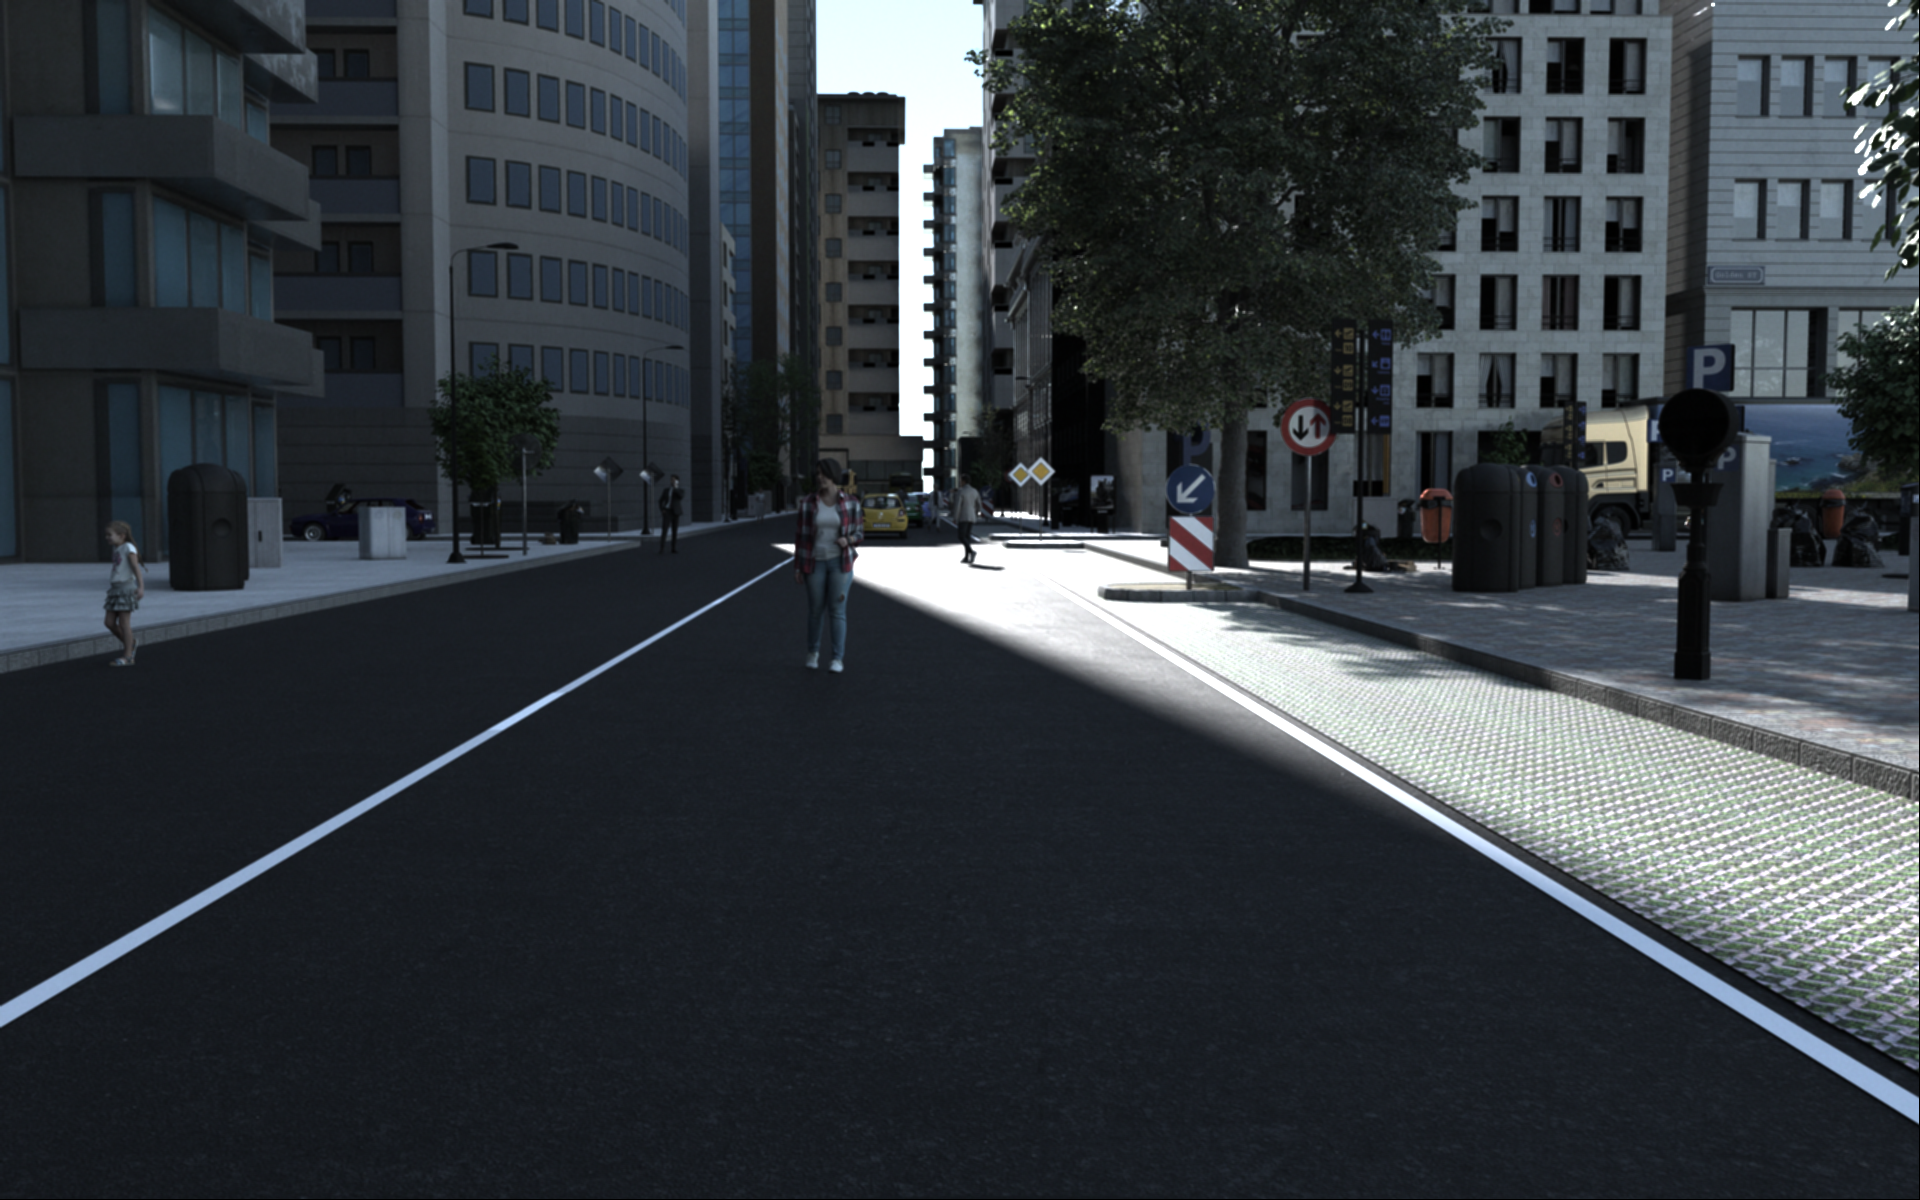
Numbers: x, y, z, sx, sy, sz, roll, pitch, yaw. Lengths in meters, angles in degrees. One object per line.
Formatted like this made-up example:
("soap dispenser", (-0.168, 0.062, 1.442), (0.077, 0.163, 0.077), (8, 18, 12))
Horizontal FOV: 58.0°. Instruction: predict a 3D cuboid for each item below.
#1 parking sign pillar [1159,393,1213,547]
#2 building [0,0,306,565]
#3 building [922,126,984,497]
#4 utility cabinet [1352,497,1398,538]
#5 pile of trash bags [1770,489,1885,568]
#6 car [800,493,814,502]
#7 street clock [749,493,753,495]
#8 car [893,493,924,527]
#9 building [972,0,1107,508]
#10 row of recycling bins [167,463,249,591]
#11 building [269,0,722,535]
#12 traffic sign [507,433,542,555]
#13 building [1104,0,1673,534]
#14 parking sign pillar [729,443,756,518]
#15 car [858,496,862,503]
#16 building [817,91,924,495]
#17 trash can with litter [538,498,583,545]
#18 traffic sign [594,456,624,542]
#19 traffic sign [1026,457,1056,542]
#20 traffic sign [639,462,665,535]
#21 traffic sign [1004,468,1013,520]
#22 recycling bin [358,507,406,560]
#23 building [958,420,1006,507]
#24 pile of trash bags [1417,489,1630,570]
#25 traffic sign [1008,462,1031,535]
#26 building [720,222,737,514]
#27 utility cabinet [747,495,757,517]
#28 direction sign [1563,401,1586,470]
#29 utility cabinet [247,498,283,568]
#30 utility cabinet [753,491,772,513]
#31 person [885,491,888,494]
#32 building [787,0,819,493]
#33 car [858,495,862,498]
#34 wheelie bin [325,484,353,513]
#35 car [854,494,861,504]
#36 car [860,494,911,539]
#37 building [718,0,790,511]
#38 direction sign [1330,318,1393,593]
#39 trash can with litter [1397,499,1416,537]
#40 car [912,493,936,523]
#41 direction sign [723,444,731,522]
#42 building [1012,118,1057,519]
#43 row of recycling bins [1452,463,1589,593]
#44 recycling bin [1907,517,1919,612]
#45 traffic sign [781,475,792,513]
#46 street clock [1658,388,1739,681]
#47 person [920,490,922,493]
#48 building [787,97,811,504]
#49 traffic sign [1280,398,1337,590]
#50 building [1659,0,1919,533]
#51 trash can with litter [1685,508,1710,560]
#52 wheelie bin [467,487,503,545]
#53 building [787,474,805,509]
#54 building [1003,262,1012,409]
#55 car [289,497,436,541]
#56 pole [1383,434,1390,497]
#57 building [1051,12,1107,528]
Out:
("parking sign pillar", (5.583, -3.279, 42.085), (1.447, 3.967, 1.447), (-3, 5, -45))
("building", (-28.848, -25.125, 30.395), (30.456, 49.044, 23.786), (0, 4, -2))
("building", (10.376, -37.050, 225.377), (30.456, 49.044, 23.786), (0, 4, -2))
("utility cabinet", (9.637, -1.778, 40.225), (1.020, 1.237, 0.306), (1, 4, 14))
("pile of trash bags", (15.899, -1.344, 31.724), (1.912, 1.369, 3.447), (2, 4, 29))
("car", (-7.658, -5.228, 94.522), (2.155, 1.783, 4.494), (0, 4, -4))
("street clock", (-13.893, -6.780, 115.420), (0.471, 2.002, 0.358), (-1, 4, -17))
("car", (-2.520, -4.091, 75.680), (1.959, 1.807, 4.718), (0, 4, -2))
("building", (16.028, -34.890, 159.686), (28.713, 52.752, 27.495), (0, 4, -2))
("row of recycling bins", (-10.599, -1.059, 24.431), (1.069, 1.692, 3.534), (-1, 4, -21))
("building", (-21.394, -32.089, 66.659), (21.231, 58.520, 28.212), (0, 4, -2))
("traffic sign", (-9.120, -2.209, 36.227), (0.768, 2.556, 0.104), (0, 3, 0))
("building", (14.045, -12.567, 60.224), (16.860, 20.320, 10.420), (0, 4, -2))
("parking sign pillar", (-11.649, -6.372, 92.662), (1.447, 3.967, 1.447), (0, 4, 1))
("car", (-9.702, -10.498, 181.873), (2.015, 1.641, 3.980), (0, 4, -3))
("building", (-18.680, -39.022, 227.247), (27.495, 52.752, 28.713), (0, 4, -2))
("trash can with litter", (-10.172, -2.002, 44.122), (1.055, 1.170, 0.624), (-2, 4, -33))
("traffic sign", (-9.326, -2.591, 46.009), (0.795, 2.450, 0.064), (0, 4, -2))
("traffic sign", (2.162, -2.613, 46.365), (0.795, 2.450, 0.064), (0, 4, -2))
("traffic sign", (-9.589, -3.079, 53.990), (0.795, 2.450, 0.064), (0, 4, -2))
("traffic sign", (2.570, -5.229, 85.597), (0.768, 2.556, 0.104), (0, 4, -2))
("recycling bin", (-11.384, -1.320, 34.128), (0.722, 1.027, 0.722), (-3, 4, -37))
("building", (11.390, -53.519, 187.712), (22.319, 86.520, 31.000), (0, 4, -2))
("pile of trash bags", (9.616, -1.230, 29.865), (3.447, 1.369, 1.912), (0, 3, 0))
("traffic sign", (1.900, -3.101, 54.346), (0.795, 2.450, 0.064), (0, 4, -2))
("building", (-28.734, -15.842, 104.055), (27.650, 21.520, 28.899), (0, 4, -2))
("utility cabinet", (-12.056, -5.351, 98.647), (1.020, 1.237, 0.306), (-3, 5, -41))
("direction sign", (14.990, -3.076, 42.294), (0.876, 3.537, 0.379), (-3, 4, -36))
("utility cabinet", (-12.331, -1.157, 30.086), (1.020, 1.237, 0.306), (-1, 4, -10))
("utility cabinet", (-13.091, -6.490, 114.796), (1.173, 1.500, 0.318), (-2, 4, -26))
("person", (-6.888, -9.185, 159.195), (0.721, 1.766, 1.217), (-2, 4, -24))
("building", (-26.560, -46.144, 192.709), (20.611, 71.187, 20.563), (0, 4, -2))
("car", (-11.314, -11.511, 200.776), (1.945, 1.354, 3.894), (0, 4, 0))
("wheelie bin", (-19.093, -2.778, 53.336), (0.980, 1.594, 0.693), (3, 5, 42))
("car", (-12.186, -11.426, 196.604), (2.009, 1.686, 4.222), (0, 4, -2))
("car", (-2.601, -2.860, 56.978), (2.015, 1.641, 3.980), (0, 4, -3))
("building", (-20.762, -29.674, 135.286), (14.600, 45.320, 14.200), (0, 4, -2))
("direction sign", (5.208, -1.866, 22.510), (0.876, 3.537, 0.379), (-1, 4, -16))
("trash can with litter", (10.858, -1.945, 43.193), (0.624, 1.170, 1.055), (-2, 4, -28))
("car", (-2.007, -4.687, 86.216), (1.945, 1.707, 3.694), (0, 4, -2))
("direction sign", (-10.603, -5.305, 78.732), (0.379, 3.537, 0.876), (0, 4, 3))
("building", (10.360, -15.387, 93.376), (13.314, 21.916, 24.055), (0, 4, -2))
("row of recycling bins", (7.729, -1.028, 23.915), (1.069, 1.692, 3.534), (3, 4, 38))
("recycling bin", (10.780, -0.376, 18.708), (0.722, 1.027, 0.722), (0, 4, 2))
("traffic sign", (-11.772, -7.185, 117.576), (0.768, 2.556, 0.104), (0, 4, -1))
("street clock", (5.089, -0.453, 11.979), (0.471, 2.002, 0.358), (3, 5, 40))
("person", (-3.897, -10.197, 175.088), (0.709, 1.838, 0.599), (1, 4, 14))
("building", (-22.436, -29.978, 173.740), (14.154, 41.232, 14.086), (0, 4, -2))
("traffic sign", (4.624, -1.402, 23.032), (0.768, 2.556, 0.104), (0, 4, 0))
("building", (38.441, -17.335, 60.925), (29.804, 29.767, 11.434), (0, 4, -2))
("trash can with litter", (10.914, -0.856, 25.382), (0.624, 1.170, 1.055), (1, 4, 18))
("wheelie bin", (-12.071, -2.211, 44.056), (0.980, 1.594, 0.693), (1, 4, 12))
("building", (-30.338, -28.290, 154.422), (32.217, 40.220, 23.993), (0, 4, -2))
("building", (10.276, -16.888, 117.915), (13.314, 21.916, 24.055), (0, 4, -2))
("car", (-17.484, -2.334, 50.748), (3.894, 1.354, 1.945), (0, 4, -3))
("pole", (13.624, -3.765, 55.398), (0.158, 3.312, 0.155), (0, 3, 0))
("building", (10.717, -14.908, 73.424), (12.332, 23.373, 15.834), (0, 4, -2))
